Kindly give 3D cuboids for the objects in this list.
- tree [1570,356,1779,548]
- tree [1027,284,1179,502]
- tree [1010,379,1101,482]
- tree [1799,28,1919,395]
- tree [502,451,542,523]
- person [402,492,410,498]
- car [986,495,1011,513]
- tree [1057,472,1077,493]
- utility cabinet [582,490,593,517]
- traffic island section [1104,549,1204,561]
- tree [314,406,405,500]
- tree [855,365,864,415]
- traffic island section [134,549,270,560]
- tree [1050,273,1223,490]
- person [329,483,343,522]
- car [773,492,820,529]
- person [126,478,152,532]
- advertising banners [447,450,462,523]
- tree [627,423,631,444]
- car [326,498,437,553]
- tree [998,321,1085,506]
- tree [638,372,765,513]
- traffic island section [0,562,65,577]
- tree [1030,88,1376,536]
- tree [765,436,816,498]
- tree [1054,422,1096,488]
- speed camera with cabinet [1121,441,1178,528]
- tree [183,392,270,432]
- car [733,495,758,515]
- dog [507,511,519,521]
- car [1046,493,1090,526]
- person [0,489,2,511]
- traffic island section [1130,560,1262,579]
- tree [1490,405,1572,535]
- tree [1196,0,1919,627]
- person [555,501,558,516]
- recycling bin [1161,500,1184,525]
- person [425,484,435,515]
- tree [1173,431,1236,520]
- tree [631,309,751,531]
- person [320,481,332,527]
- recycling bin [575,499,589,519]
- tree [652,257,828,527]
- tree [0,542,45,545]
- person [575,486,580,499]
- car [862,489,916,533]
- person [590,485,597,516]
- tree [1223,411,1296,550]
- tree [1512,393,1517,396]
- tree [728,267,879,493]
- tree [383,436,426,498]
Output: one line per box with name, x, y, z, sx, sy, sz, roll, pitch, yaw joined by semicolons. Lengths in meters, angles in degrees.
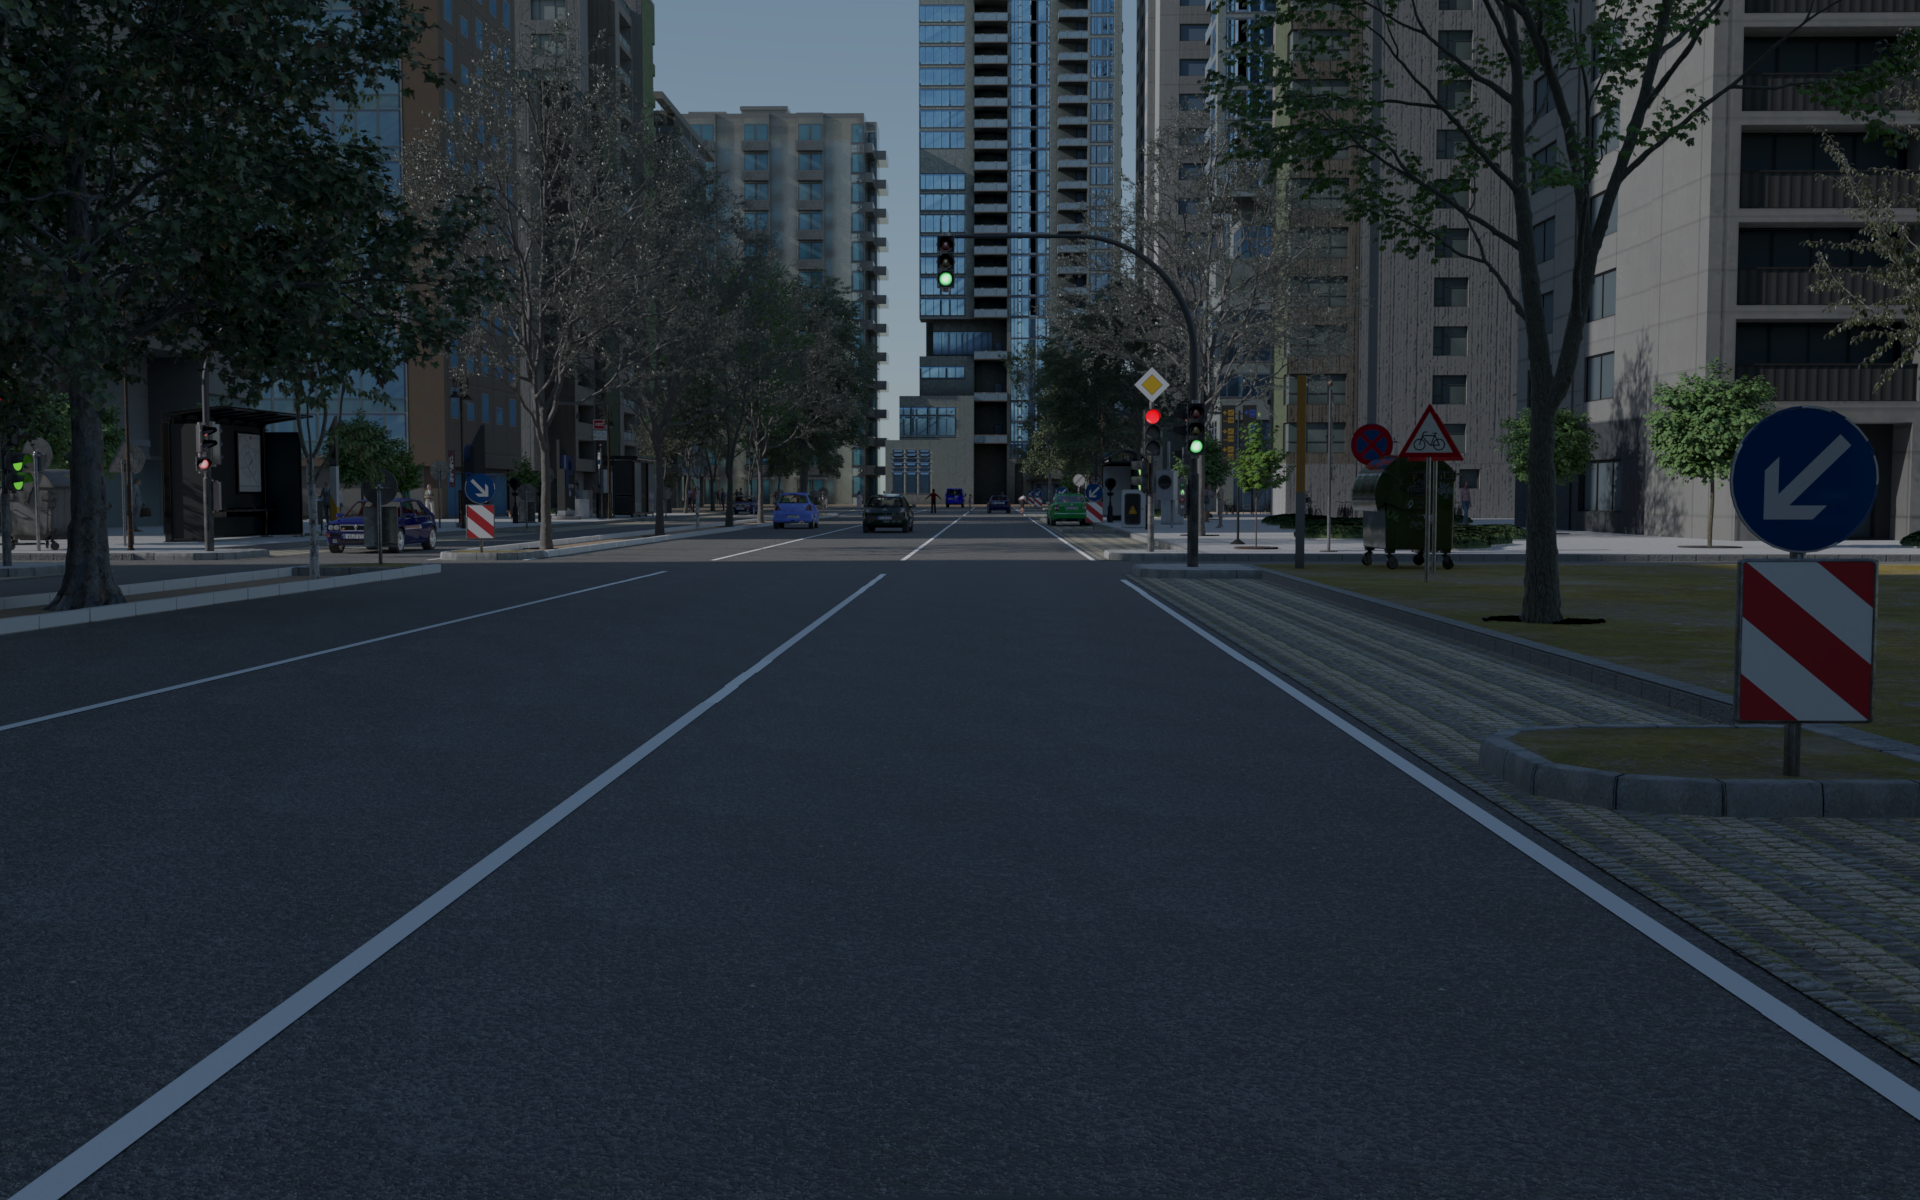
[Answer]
tree;17.901;-3.524;41.336;4.285;4.588;4.351;0;3;0
tree;8.460;-11.985;102.617;9.857;13.997;8.962;0;3;0
tree;9.599;-14.663;156.748;9.611;12.733;9.660;0;3;0
tree;15.288;-4.651;26.405;4.360;8.622;3.978;0;3;0
tree;-19.278;-5.047;77.124;1.663;3.219;1.824;0;3;0
person;-24.835;-4.359;77.561;0.529;1.795;0.600;2;4;32
car;2.924;-7.218;130.599;1.945;1.354;3.894;0;4;-1
tree;8.111;-8.437;132.546;1.663;3.219;1.824;0;3;0
utility cabinet;-20.445;-5.281;95.025;0.318;1.500;1.173;0;4;1
traffic island section;4.262;-0.992;38.504;2.009;0.180;2.903;0;4;1
tree;-22.582;-4.977;65.090;4.285;4.588;4.351;0;3;0
tree;-9.824;-10.536;85.090;12.009;13.543;11.850;0;3;0
traffic island section;-16.875;-1.017;38.909;2.009;0.180;2.903;0;4;1
tree;7.164;-8.353;70.984;7.601;10.594;8.767;0;4;2
person;-26.400;-4.062;73.123;0.598;1.740;0.731;0;4;-3
car;-6.840;-3.842;72.413;1.945;1.707;3.694;0;4;-1
person;-27.957;-3.222;58.845;0.853;1.813;0.709;-1;4;-22
advertising banners;-20.229;-4.539;70.405;0.090;3.025;2.074;1;4;17
tree;-18.247;-9.504;105.753;4.360;8.622;3.978;0;3;0
car;-14.426;-1.878;43.283;1.945;1.354;3.894;0;4;1
tree;10.817;-20.386;189.193;12.611;20.169;13.585;0;3;0
tree;-17.783;-10.982;113.975;7.601;10.594;8.767;0;4;7
traffic island section;-17.027;-0.529;30.925;2.009;0.180;2.903;0;4;1
tree;7.361;-8.690;52.446;12.009;13.543;11.850;0;3;0
tree;-16.555;-13.742;159.090;7.601;10.594;8.767;2;4;33
tree;8.719;-10.751;126.140;4.737;8.622;4.395;0;3;0
speed camera with cabinet;7.120;-4.329;65.109;2.038;3.252;0.660;2;4;24
tree;-23.820;-4.421;56.003;4.285;4.588;4.351;0;3;0
car;-15.210;-6.693;122.010;1.945;1.354;3.894;0;4;1
dog;-20.891;-3.934;81.146;0.406;0.507;0.540;3;4;38
car;4.884;-4.246;78.220;1.959;1.807;4.718;0;4;0
person;-26.661;-2.587;48.735;0.661;1.777;0.834;0;4;-2
traffic island section;4.111;-0.504;30.520;2.009;0.180;2.903;0;4;1
tree;18.698;-4.380;55.330;4.285;4.588;4.351;0;3;0
tree;5.970;-5.587;17.097;9.928;11.665;9.643;0;3;0
person;-22.265;-5.494;96.465;0.643;1.750;0.593;3;5;45
recycling bin;8.973;-3.708;73.177;0.722;1.027;0.722;3;5;42
person;-25.648;-4.718;83.732;0.519;1.759;0.362;0;4;-1
tree;12.350;-6.288;86.529;4.285;4.588;4.351;0;3;0
tree;-10.116;-6.965;66.696;4.360;8.622;3.978;0;3;0
person;-24.779;-3.769;67.849;0.661;1.801;0.590;0;4;-2
recycling bin;-19.602;-4.692;89.269;0.722;1.027;0.722;2;4;31
tree;-9.829;-8.923;74.098;9.928;11.665;9.643;0;3;0
tree;-24.031;-3.673;43.775;4.285;4.588;4.351;0;3;0
person;-22.907;-5.911;103.087;0.834;1.777;0.661;0;4;0
car;-2.689;-3.393;65.263;2.009;1.686;4.222;0;4;2
person;-21.037;-5.702;99.245;0.573;1.828;0.580;0;4;-7
tree;6.904;-2.792;40.255;1.663;3.219;1.824;0;3;0
tree;28.462;-8.062;82.170;4.737;8.622;4.395;0;3;0
tree;-8.911;-11.538;97.760;9.857;13.997;8.962;0;3;0
tree;-18.765;-3.882;58.070;1.663;3.219;1.824;0;3;0
